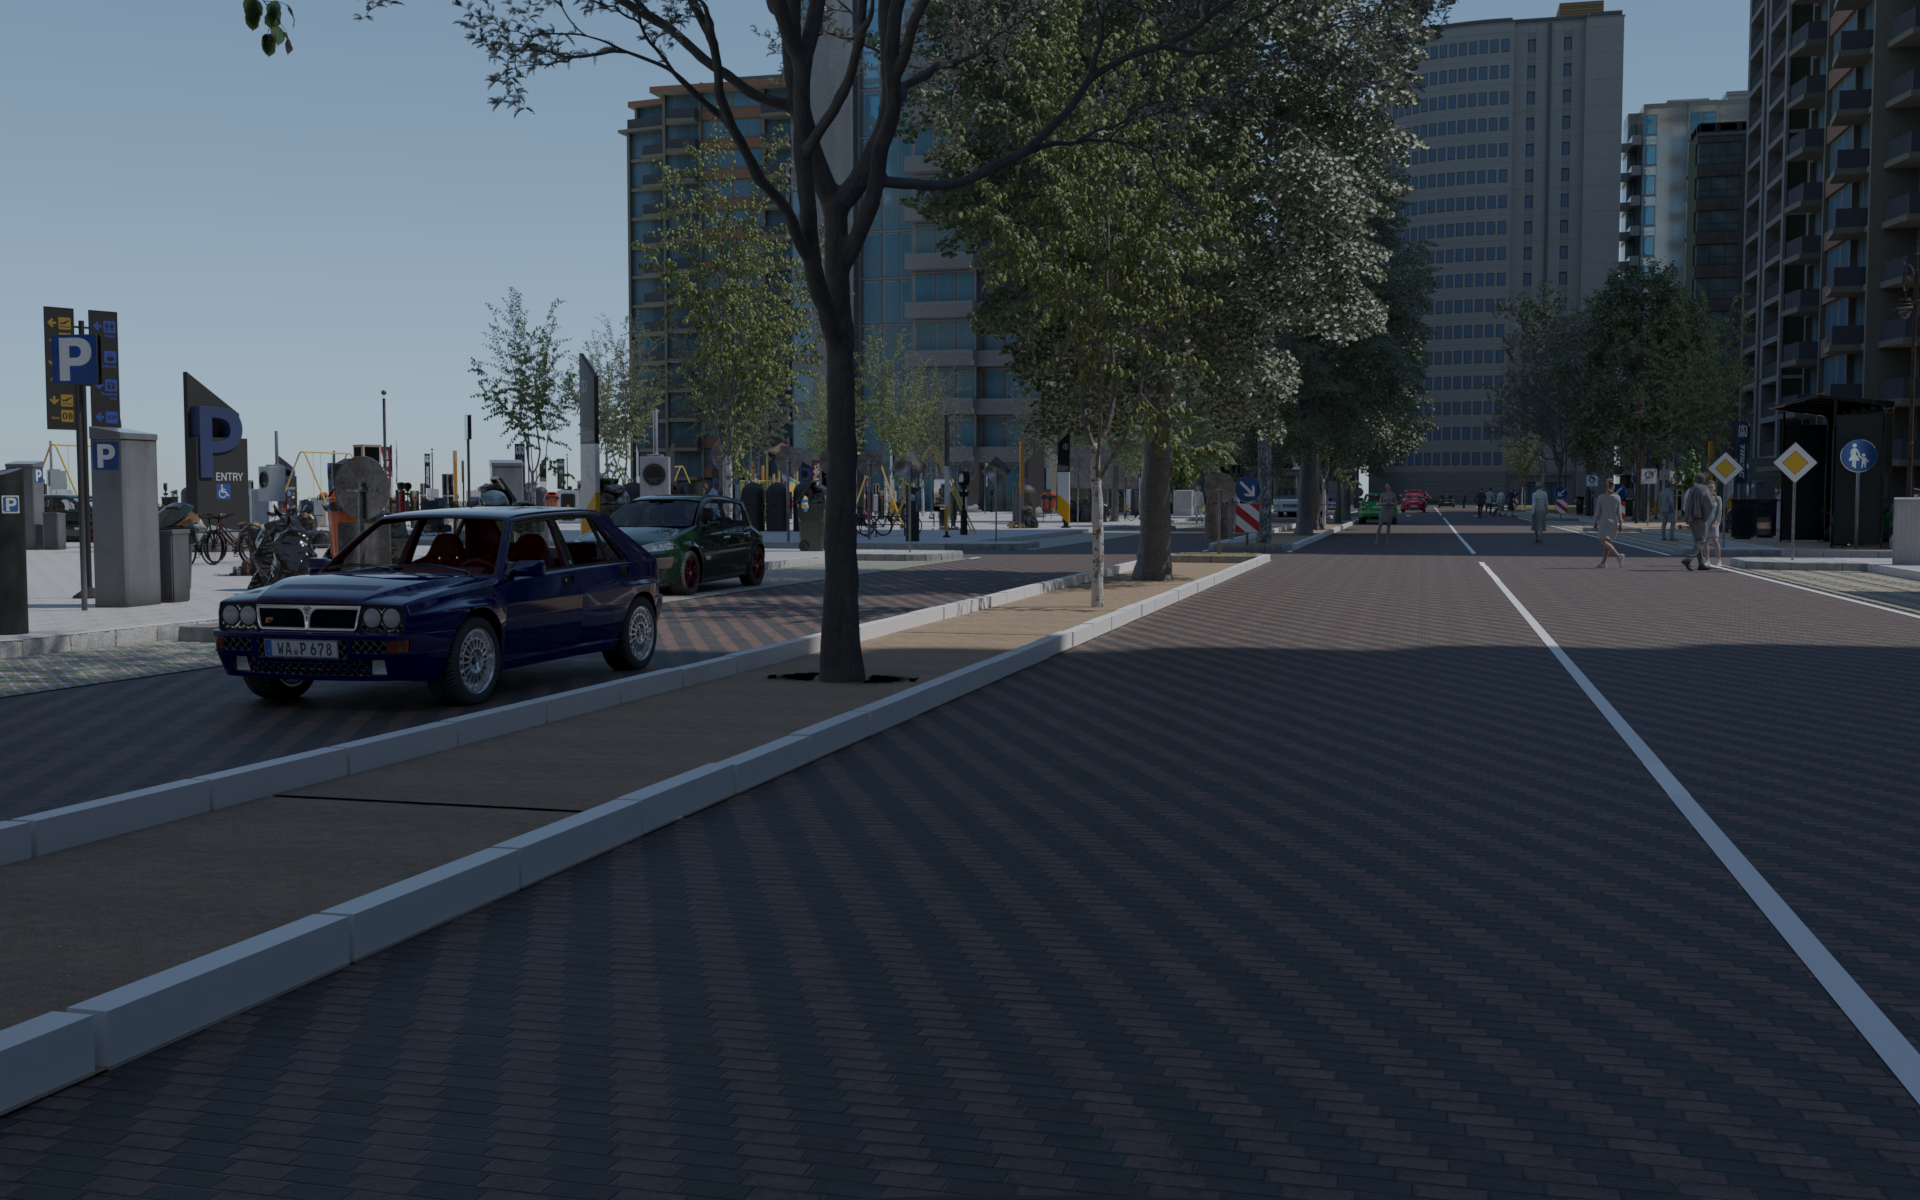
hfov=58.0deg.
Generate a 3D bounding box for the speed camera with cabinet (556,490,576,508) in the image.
[{"bbox_3d":[-16.443,-4.958,75.398,2.038,3.252,0.660,0,4,3],"label":"speed camera with cabinet"}]

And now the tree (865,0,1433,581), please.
[{"bbox_3d":[3.214,-7.297,28.412,9.857,13.997,8.962,0,3,0],"label":"tree"}]

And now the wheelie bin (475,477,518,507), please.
[{"bbox_3d":[-8.421,-1.445,31.527,0.693,1.594,0.980,-2,4,-30],"label":"wheelie bin"}]

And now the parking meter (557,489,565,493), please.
[{"bbox_3d":[-20.065,-4.818,87.183,0.372,1.533,0.369,0,3,0],"label":"parking meter"}]

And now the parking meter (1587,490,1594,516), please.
[{"bbox_3d":[36.731,-5.659,100.933,0.372,1.533,0.369,0,3,0],"label":"parking meter"}]

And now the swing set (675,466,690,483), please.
[{"bbox_3d":[-16.276,-6.101,97.365,2.862,2.851,3.119,-3,4,-39],"label":"swing set"}]

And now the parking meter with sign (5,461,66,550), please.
[{"bbox_3d":[-21.521,-2.666,39.853,1.738,3.016,0.543,0,4,4],"label":"parking meter with sign"}]

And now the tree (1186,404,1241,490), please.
[{"bbox_3d":[16.772,-10.089,115.320,4.360,8.622,3.978,0,3,0],"label":"tree"}]

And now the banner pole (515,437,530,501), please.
[{"bbox_3d":[-19.000,-5.225,75.440,0.863,3.779,0.401,0,4,7],"label":"banner pole"}]

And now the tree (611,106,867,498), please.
[{"bbox_3d":[-4.337,-5.117,34.024,4.737,8.622,4.395,0,3,0],"label":"tree"}]

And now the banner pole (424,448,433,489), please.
[{"bbox_3d":[-28.899,-6.384,94.390,0.401,3.779,0.863,2,4,24],"label":"banner pole"}]

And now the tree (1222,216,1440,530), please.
[{"bbox_3d":[14.184,-9.149,69.050,9.611,12.733,9.660,0,3,0],"label":"tree"}]

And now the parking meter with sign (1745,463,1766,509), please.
[{"bbox_3d":[44.477,-6.129,96.473,1.738,3.016,0.543,-1,4,-15],"label":"parking meter with sign"}]

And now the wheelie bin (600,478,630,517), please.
[{"bbox_3d":[-6.924,-1.604,34.129,0.693,1.594,0.980,2,4,33],"label":"wheelie bin"}]

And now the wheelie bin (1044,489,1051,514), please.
[{"bbox_3d":[5.506,-6.323,111.282,0.980,1.594,0.693,1,4,20],"label":"wheelie bin"}]

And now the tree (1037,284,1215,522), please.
[{"bbox_3d":[7.212,-9.934,80.544,7.486,12.596,7.792,0,3,0],"label":"tree"}]

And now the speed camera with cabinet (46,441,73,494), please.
[{"bbox_3d":[-33.115,-4.245,63.743,0.660,3.252,2.038,-2,4,-35],"label":"speed camera with cabinet"}]

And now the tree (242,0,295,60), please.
[{"bbox_3d":[-2.965,-3.170,4.648,4.360,8.622,3.978,0,3,0],"label":"tree"}]

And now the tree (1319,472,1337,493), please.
[{"bbox_3d":[22.230,-9.051,100.797,4.360,8.622,3.978,0,3,0],"label":"tree"}]

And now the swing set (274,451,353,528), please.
[{"bbox_3d":[-23.564,-4.075,64.250,2.862,2.851,3.119,1,4,15],"label":"swing set"}]

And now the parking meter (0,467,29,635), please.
[{"bbox_3d":[-8.755,-0.455,15.849,0.372,1.533,0.369,0,3,0],"label":"parking meter"}]

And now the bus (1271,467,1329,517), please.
[{"bbox_3d":[22.037,-7.146,111.697,2.948,3.499,13.247,1,4,16],"label":"bus"}]

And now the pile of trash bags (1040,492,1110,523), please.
[{"bbox_3d":[5.089,-4.234,78.973,3.447,1.369,1.912,3,4,37],"label":"pile of trash bags"}]

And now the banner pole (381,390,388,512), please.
[{"bbox_3d":[-13.908,-3.176,41.941,0.401,3.779,0.863,-1,4,-16],"label":"banner pole"}]

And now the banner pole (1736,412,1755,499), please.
[{"bbox_3d":[23.882,-3.832,52.663,0.863,3.779,0.401,-2,4,-26],"label":"banner pole"}]

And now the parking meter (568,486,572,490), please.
[{"bbox_3d":[-28.071,-7.280,124.742,0.255,1.863,0.399,0,4,-6],"label":"parking meter"}]

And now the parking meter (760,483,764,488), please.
[{"bbox_3d":[-10.446,-5.185,90.490,0.399,1.863,0.255,2,4,25],"label":"parking meter"}]

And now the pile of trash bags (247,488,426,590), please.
[{"bbox_3d":[-8.110,-0.774,22.415,1.912,1.369,3.447,-2,4,-27],"label":"pile of trash bags"}]

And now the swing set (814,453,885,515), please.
[{"bbox_3d":[-4.042,-4.143,65.357,2.862,2.851,3.119,3,4,38],"label":"swing set"}]

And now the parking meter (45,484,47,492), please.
[{"bbox_3d":[-52.253,-5.690,98.747,0.399,1.863,0.255,1,4,22],"label":"parking meter"}]

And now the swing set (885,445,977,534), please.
[{"bbox_3d":[-0.935,-3.626,56.900,2.862,2.851,3.119,0,4,-2],"label":"swing set"}]

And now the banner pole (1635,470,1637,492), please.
[{"bbox_3d":[37.436,-6.451,95.498,0.863,3.779,0.401,-2,4,-33],"label":"banner pole"}]

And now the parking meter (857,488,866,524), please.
[{"bbox_3d":[-4.136,-3.916,72.433,0.372,1.533,0.369,0,3,0],"label":"parking meter"}]

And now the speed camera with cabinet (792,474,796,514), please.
[{"bbox_3d":[-10.765,-7.200,112.058,0.660,3.252,2.038,0,4,7],"label":"speed camera with cabinet"}]

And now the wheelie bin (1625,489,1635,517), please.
[{"bbox_3d":[37.992,-5.554,98.718,0.980,1.594,0.693,1,4,13],"label":"wheelie bin"}]

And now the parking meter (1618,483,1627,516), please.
[{"bbox_3d":[36.301,-5.459,94.963,0.255,1.863,0.399,-2,4,-32],"label":"parking meter"}]

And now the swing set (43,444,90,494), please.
[{"bbox_3d":[-27.851,-3.536,55.434,2.862,2.851,3.119,1,4,13],"label":"swing set"}]

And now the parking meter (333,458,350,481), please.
[{"bbox_3d":[-9.967,-1.372,28.151,0.255,1.863,0.399,1,4,9],"label":"parking meter"}]

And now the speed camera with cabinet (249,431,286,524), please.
[{"bbox_3d":[-22.028,-3.685,54.579,2.038,3.252,0.660,3,5,41],"label":"speed camera with cabinet"}]

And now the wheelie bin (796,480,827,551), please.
[{"bbox_3d":[-3.292,-1.903,39.017,0.693,1.594,0.980,0,4,5],"label":"wheelie bin"}]

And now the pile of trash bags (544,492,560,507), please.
[{"bbox_3d":[-18.512,-4.538,83.949,3.447,1.369,1.912,2,4,27],"label":"pile of trash bags"}]

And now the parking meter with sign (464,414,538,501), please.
[{"bbox_3d":[-10.042,-2.579,38.422,1.738,3.016,0.543,-1,4,-23],"label":"parking meter with sign"}]

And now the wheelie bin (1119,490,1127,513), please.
[{"bbox_3d":[11.110,-6.828,119.543,0.693,1.594,0.980,1,4,17],"label":"wheelie bin"}]

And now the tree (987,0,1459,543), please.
[{"bbox_3d":[7.502,-11.645,48.735,12.611,20.169,13.585,0,3,0],"label":"tree"}]

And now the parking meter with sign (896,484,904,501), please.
[{"bbox_3d":[-4.078,-7.846,124.547,1.738,3.016,0.543,-3,5,-43],"label":"parking meter with sign"}]

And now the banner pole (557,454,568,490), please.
[{"bbox_3d":[-24.554,-7.174,107.306,0.863,3.779,0.401,-1,4,-14],"label":"banner pole"}]

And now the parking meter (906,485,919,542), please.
[{"bbox_3d":[-1.287,-2.355,46.909,0.372,1.533,0.369,0,3,0],"label":"parking meter"}]

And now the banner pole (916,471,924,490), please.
[{"bbox_3d":[-2.875,-8.045,121.558,0.863,3.779,0.401,-2,4,-28],"label":"banner pole"}]

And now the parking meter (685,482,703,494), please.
[{"bbox_3d":[-5.488,-1.675,35.800,0.372,1.533,0.369,0,3,0],"label":"parking meter"}]

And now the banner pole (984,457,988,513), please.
[{"bbox_3d":[1.735,-7.693,115.796,0.401,3.779,0.863,1,4,21],"label":"banner pole"}]

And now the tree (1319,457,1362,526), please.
[{"bbox_3d":[16.193,-7.575,76.665,4.737,8.622,4.395,0,3,0],"label":"tree"}]

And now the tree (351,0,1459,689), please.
[{"bbox_3d":[-0.911,-6.107,12.676,12.009,13.543,11.850,0,3,0],"label":"tree"}]

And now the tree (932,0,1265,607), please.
[{"bbox_3d":[1.711,-4.190,21.334,4.737,8.622,4.395,0,3,0],"label":"tree"}]

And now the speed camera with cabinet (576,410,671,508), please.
[{"bbox_3d":[-7.801,-2.816,40.382,2.038,3.252,0.660,0,4,-5],"label":"speed camera with cabinet"}]

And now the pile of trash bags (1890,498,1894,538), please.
[{"bbox_3d":[26.774,-2.570,51.769,3.447,1.369,1.912,3,4,38],"label":"pile of trash bags"}]

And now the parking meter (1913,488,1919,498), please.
[{"bbox_3d":[39.642,-3.870,71.683,0.372,1.533,0.369,0,3,0],"label":"parking meter"}]

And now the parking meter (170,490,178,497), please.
[{"bbox_3d":[-44.208,-5.445,97.442,0.372,1.533,0.369,0,3,0],"label":"parking meter"}]

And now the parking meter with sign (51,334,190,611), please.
[{"bbox_3d":[-9.523,-1.440,19.807,0.543,3.016,1.738,1,4,9],"label":"parking meter with sign"}]

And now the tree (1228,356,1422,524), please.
[{"bbox_3d":[18.425,-9.507,83.656,9.928,11.665,9.643,0,3,0],"label":"tree"}]
